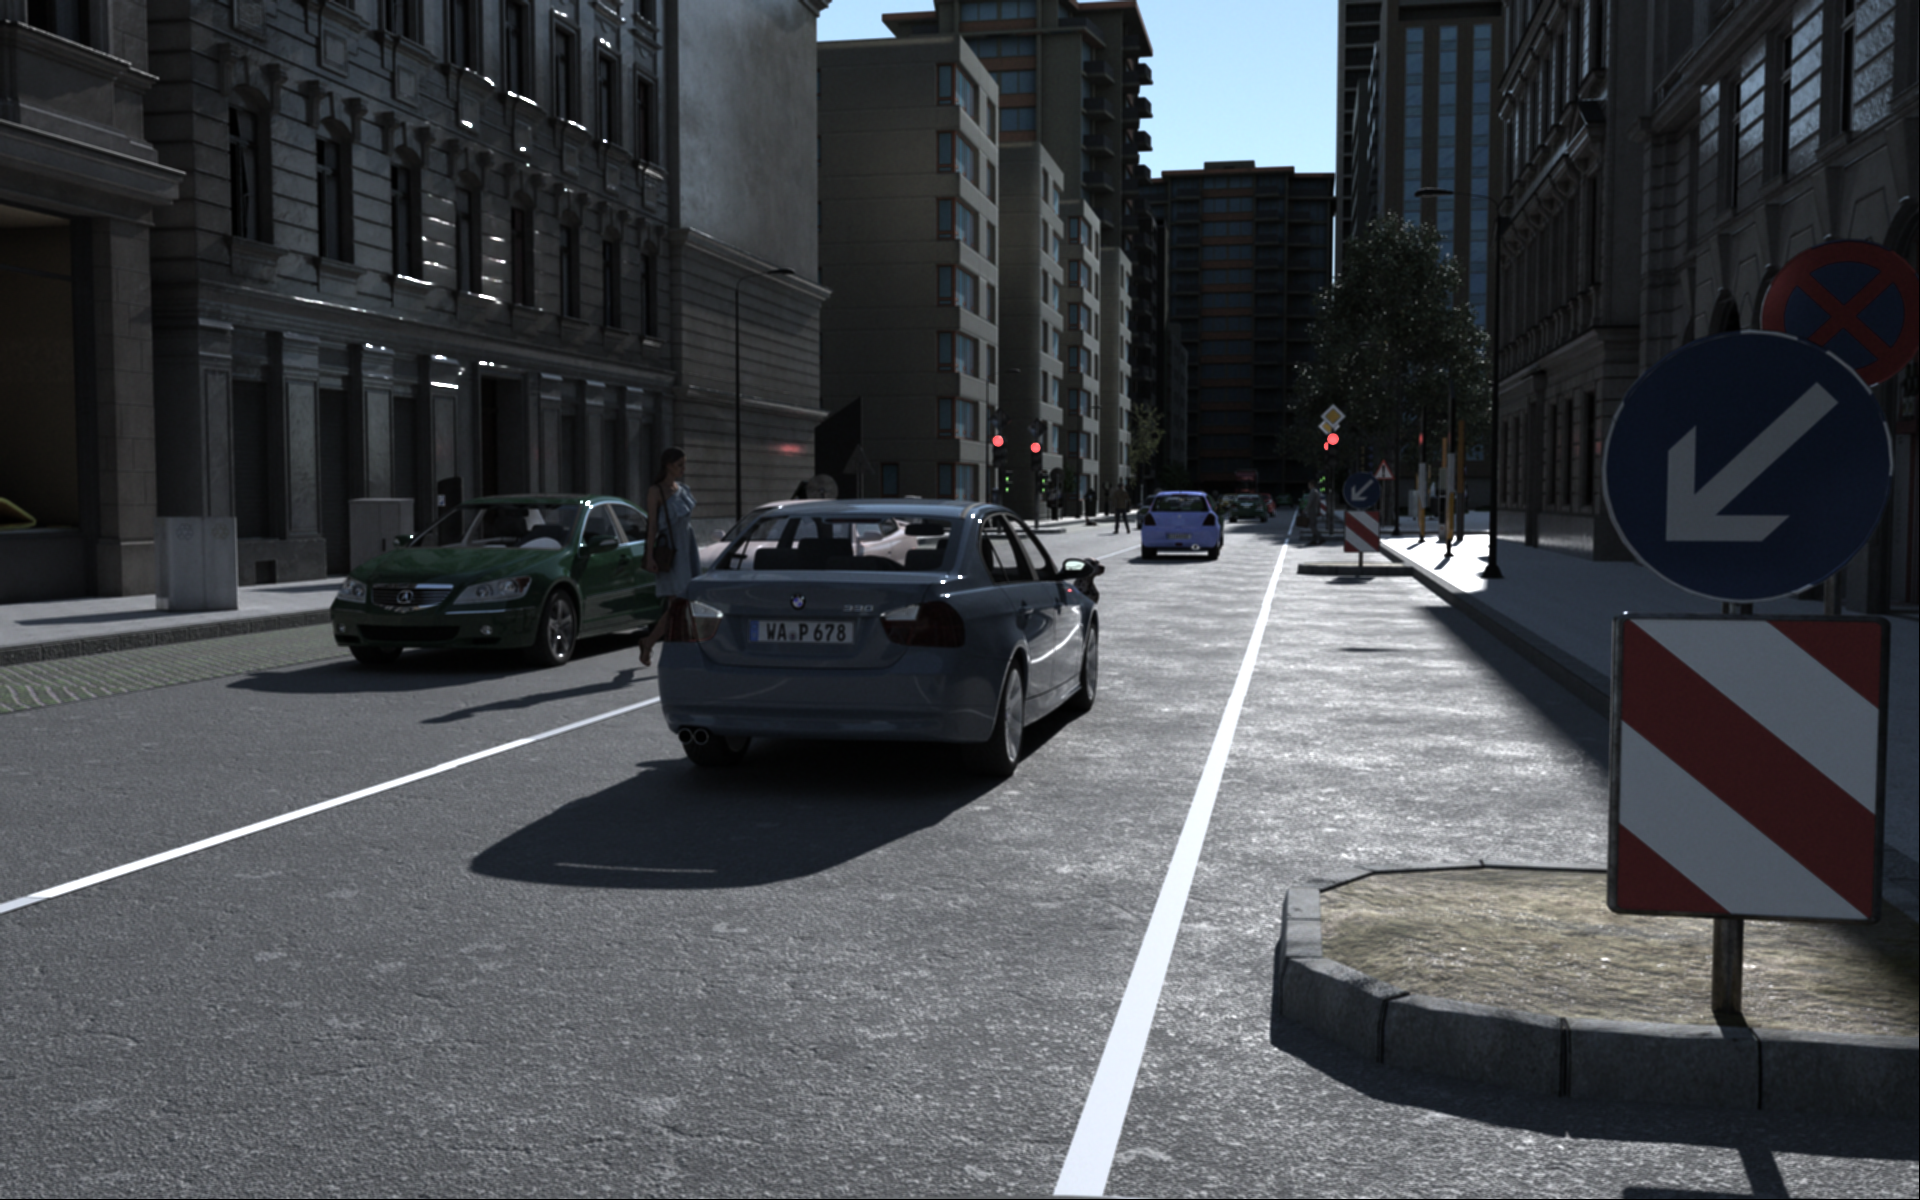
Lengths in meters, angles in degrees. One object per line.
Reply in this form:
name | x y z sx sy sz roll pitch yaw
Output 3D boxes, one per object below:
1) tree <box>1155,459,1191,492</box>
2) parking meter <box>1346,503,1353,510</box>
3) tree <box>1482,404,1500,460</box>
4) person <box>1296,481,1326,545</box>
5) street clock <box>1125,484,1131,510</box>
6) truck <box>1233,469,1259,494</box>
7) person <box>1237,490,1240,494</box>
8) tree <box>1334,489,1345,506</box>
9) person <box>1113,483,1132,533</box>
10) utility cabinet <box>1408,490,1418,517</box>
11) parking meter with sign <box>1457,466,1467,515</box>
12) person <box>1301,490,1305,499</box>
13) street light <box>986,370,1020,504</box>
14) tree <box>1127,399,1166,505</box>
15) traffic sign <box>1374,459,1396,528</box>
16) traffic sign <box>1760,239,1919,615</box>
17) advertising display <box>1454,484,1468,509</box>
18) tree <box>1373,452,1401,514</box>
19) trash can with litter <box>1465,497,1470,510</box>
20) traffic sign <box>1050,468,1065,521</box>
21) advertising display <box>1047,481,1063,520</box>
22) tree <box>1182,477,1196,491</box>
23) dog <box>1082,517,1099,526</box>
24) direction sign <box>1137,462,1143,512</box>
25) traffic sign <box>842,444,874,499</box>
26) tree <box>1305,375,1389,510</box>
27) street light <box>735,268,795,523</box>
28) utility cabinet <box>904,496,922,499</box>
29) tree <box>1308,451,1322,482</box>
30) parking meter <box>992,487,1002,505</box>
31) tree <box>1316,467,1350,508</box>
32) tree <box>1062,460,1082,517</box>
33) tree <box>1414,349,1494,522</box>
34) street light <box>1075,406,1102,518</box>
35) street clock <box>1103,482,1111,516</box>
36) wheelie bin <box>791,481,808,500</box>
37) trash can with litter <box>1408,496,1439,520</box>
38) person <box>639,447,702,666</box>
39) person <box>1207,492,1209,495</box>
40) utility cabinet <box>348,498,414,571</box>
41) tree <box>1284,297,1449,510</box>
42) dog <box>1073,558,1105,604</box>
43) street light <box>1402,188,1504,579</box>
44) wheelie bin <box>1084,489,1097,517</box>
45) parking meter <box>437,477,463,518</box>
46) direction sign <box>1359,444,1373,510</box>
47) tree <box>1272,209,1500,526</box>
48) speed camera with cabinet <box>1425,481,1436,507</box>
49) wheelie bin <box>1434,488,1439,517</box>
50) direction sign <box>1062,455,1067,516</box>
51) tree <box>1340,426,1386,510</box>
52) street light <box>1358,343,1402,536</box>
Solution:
tree | 19.787 -10.815 160.538 4.285 4.588 4.351 0 3 0
parking meter | 25.766 -6.658 114.567 0.399 1.863 0.255 2 4 31
tree | 36.323 -10.150 116.319 4.360 8.622 3.978 0 3 0
person | 9.947 -2.463 48.896 0.853 1.813 0.709 2 4 24
street clock | 12.064 -7.328 124.377 0.471 2.002 0.358 0 4 -1
truck | 32.494 -12.688 196.361 2.839 4.237 11.283 1 4 11
person | 28.192 -10.182 175.115 0.705 1.807 1.348 0 4 1
tree | 41.351 -11.840 188.189 1.663 3.219 1.824 0 3 0
person | 5.917 -3.345 63.102 0.656 1.842 0.836 -2 4 -35
utility cabinet | 25.316 -5.354 96.218 0.318 1.500 1.173 3 5 40
parking meter with sign | 30.921 -6.766 106.891 0.543 3.016 1.738 1 4 18
person | 29.954 -8.691 151.143 0.434 1.755 0.990 2 4 27
street light | 1.552 -5.647 64.867 1.470 5.913 1.316 1 4 11
tree | 13.886 -11.245 134.223 4.360 8.622 3.978 0 3 0
traffic sign | 15.795 -3.953 64.629 0.884 2.594 0.081 1 4 17
traffic sign | 4.435 -0.530 8.766 0.768 2.556 0.104 1 4 17
advertising display | 33.471 -6.770 115.897 0.974 1.923 0.123 2 4 34
tree | 19.320 -5.184 79.353 1.663 3.219 1.824 0 3 0
trash can with litter | 38.811 -7.424 132.766 0.624 1.170 1.055 1 4 8
traffic sign | 4.670 -5.086 83.263 0.768 2.556 0.104 1 4 18
advertising display | 4.761 -4.994 86.869 0.974 1.923 0.123 3 5 42
tree | 25.266 -11.908 189.289 1.663 3.219 1.824 0 3 0
dog | 5.862 -3.520 77.745 0.550 0.427 0.748 -2 4 -35
direction sign | 12.872 -8.075 124.020 0.379 3.537 0.876 -1 4 -21
traffic sign | -2.665 -2.767 45.245 0.884 2.594 0.081 1 4 17
tree | 30.884 -12.828 135.495 9.928 11.665 9.643 0 3 0
street light | -4.090 -3.875 35.892 1.470 5.913 1.316 1 4 11
utility cabinet | -1.417 -2.540 52.690 0.306 1.237 1.020 1 4 13
tree | 44.582 -15.920 210.646 4.737 8.622 4.395 0 3 0
parking meter | 1.417 -3.558 66.584 0.372 1.533 0.369 0 3 0
tree | 35.646 -11.135 165.769 4.285 4.588 4.351 0 3 0
tree | 6.077 -6.236 96.559 1.663 3.219 1.824 0 3 0
tree | 22.947 -7.922 79.888 4.737 8.622 4.395 0 3 0
street light | 6.784 -7.280 91.562 1.470 5.913 1.316 1 4 11
street clock | 8.678 -5.981 102.362 0.471 2.002 0.358 -2 4 -24
wheelie bin | -3.584 -2.039 41.247 0.693 1.594 0.980 2 4 28
trash can with litter | 22.875 -4.512 84.832 2.233 1.210 1.678 0 4 -7
person | -2.371 -0.332 14.018 0.778 1.811 0.616 2 4 35
person | 31.194 -12.795 218.426 0.721 1.735 1.217 -1 4 -23
utility cabinet | -8.330 -0.842 24.936 1.020 1.237 0.306 2 4 29
tree | 23.512 -11.417 97.036 12.009 13.543 11.850 0 3 0
dog | 1.179 -0.005 16.918 0.513 0.831 0.800 1 4 8
street light | 7.600 -3.293 26.386 1.470 5.913 1.316 1 4 11
wheelie bin | 7.460 -5.555 98.739 0.693 1.594 0.980 -1 4 -11
parking meter | -7.585 -1.064 25.807 0.372 1.533 0.369 0 3 0
direction sign | 18.238 -5.251 77.855 0.876 3.537 0.379 -2 4 -33
tree | 17.512 -9.355 69.956 9.611 12.733 9.660 0 3 0
speed camera with cabinet | 34.218 -7.996 125.075 0.660 3.252 2.038 -1 4 -11
wheelie bin | 26.510 -5.335 95.143 0.980 1.594 0.693 -1 4 -17
direction sign | 6.005 -6.549 99.073 0.379 3.537 0.876 0 4 6
tree | 25.091 -9.630 107.813 4.360 8.622 3.978 0 3 0
street light | 12.903 -4.933 53.199 1.470 5.913 1.316 1 4 11
